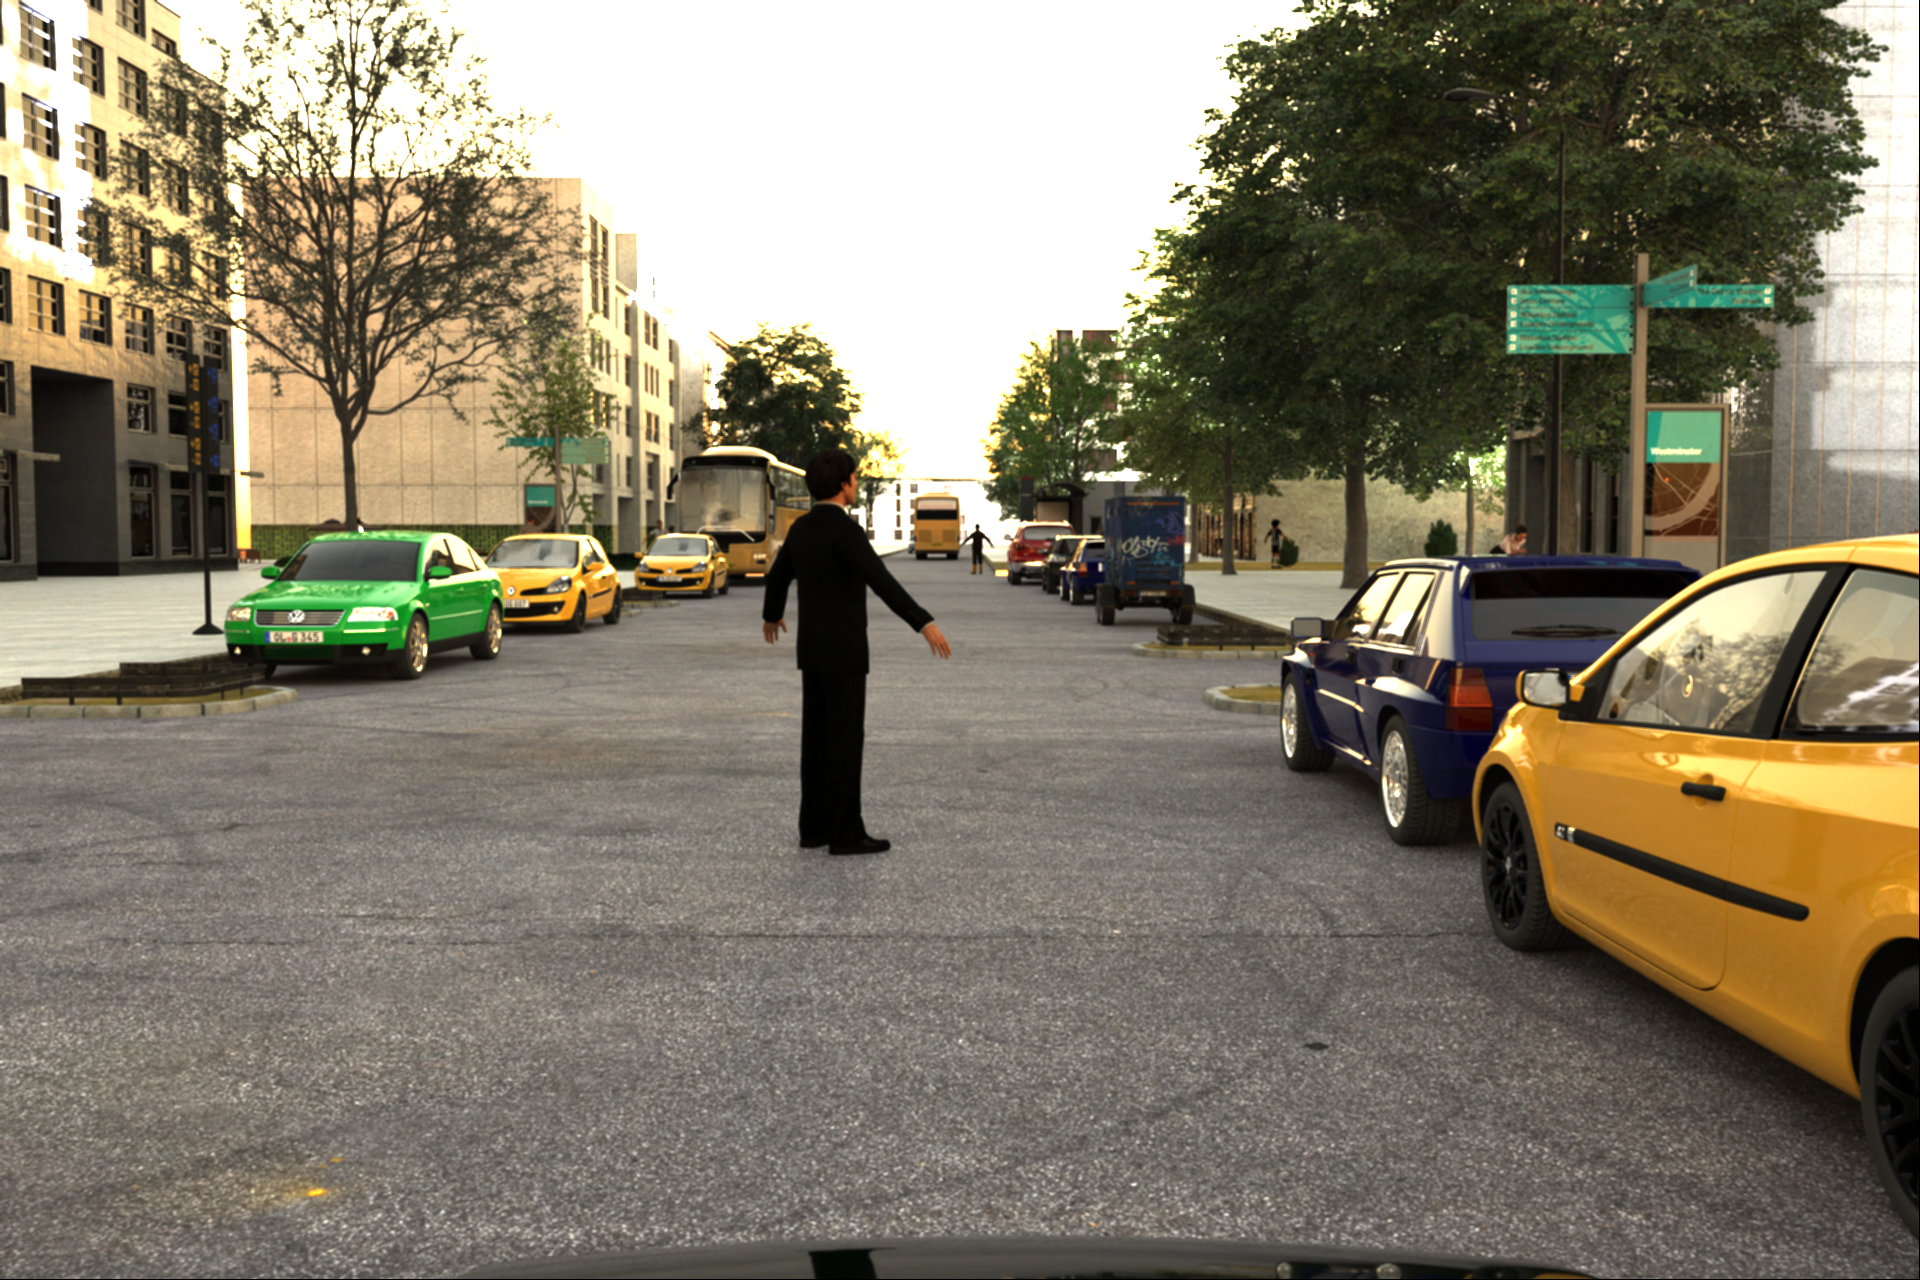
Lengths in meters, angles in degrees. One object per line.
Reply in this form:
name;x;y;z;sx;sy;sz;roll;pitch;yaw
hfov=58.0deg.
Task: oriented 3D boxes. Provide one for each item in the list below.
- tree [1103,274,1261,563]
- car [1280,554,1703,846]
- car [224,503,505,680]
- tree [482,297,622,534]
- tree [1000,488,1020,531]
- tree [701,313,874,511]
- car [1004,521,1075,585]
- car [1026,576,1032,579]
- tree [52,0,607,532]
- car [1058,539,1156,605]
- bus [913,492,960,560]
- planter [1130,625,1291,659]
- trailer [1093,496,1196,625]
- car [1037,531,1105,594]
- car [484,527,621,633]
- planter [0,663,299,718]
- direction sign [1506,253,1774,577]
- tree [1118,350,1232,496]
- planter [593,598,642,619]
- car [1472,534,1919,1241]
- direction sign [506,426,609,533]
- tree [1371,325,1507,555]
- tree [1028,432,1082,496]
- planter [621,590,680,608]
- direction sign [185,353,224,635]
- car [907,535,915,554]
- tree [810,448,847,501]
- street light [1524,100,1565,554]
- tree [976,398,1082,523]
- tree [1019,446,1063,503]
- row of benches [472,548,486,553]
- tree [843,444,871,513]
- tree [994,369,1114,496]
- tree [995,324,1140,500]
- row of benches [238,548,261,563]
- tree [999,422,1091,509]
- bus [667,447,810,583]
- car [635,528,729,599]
tree;10.185;-9.647;75.850;7.486;12.596;7.792;0;3;0
car;2.848;0.200;9.307;1.945;1.354;3.894;0;4;0
car;-6.195;-0.589;18.429;1.959;1.807;4.718;0;4;0
tree;-12.280;-6.294;53.267;4.737;8.622;4.395;0;3;0
tree;5.608;-13.247;166.945;4.737;8.622;4.395;0;3;0
tree;-9.845;-11.767;99.052;9.857;13.997;8.962;0;3;0
car;2.429;-2.541;50.220;2.281;1.827;5.304;0;3;0
car;2.940;-2.849;56.810;2.015;1.641;3.980;0;4;0
tree;-12.276;-7.601;34.648;12.009;13.543;11.850;0;3;0
car;3.060;-1.448;36.255;1.945;1.354;3.894;0;4;-1
bus;-1.346;-6.658;100.412;2.896;3.916;12.252;0;4;-1
planter;3.074;0.019;20.823;1.991;0.319;1.994;0;4;0
trailer;2.905;-1.295;28.217;1.471;1.999;3.904;0;4;-1
car;2.935;-2.022;42.848;2.009;1.686;4.222;0;4;0
car;-6.301;-0.978;26.222;2.015;1.641;3.980;0;4;0
planter;-6.705;0.408;14.472;1.991;0.319;1.994;0;4;1
direction sign;6.484;-1.669;16.053;2.525;3.948;1.411;0;4;1
tree;7.836;-6.887;62.961;4.737;8.622;4.395;0;3;0
planter;-6.644;-0.556;30.236;1.991;0.319;1.994;0;4;1
car;2.739;0.331;4.817;2.015;1.641;3.980;0;4;-1
direction sign;-9.907;-3.336;43.312;2.525;3.948;1.411;0;4;0
tree;20.538;-9.338;70.811;7.486;12.596;7.792;0;3;0
tree;5.707;-10.238;117.757;4.360;8.622;3.978;0;3;0
planter;-6.645;-0.812;34.410;1.991;0.319;1.994;0;3;0
direction sign;-9.639;-1.842;22.115;0.379;3.537;0.876;0;3;0
car;-2.931;-7.163;129.111;2.014;1.417;4.499;0;4;0
tree;-10.040;-10.119;115.812;4.360;8.622;3.978;0;3;0
street light;6.828;-2.794;18.221;1.470;5.913;1.316;0;4;0
tree;6.090;-14.981;151.596;9.857;13.997;8.962;0;3;0
tree;6.187;-11.732;142.174;4.360;8.622;3.978;0;3;0
row of benches;-21.889;-3.792;77.458;4.104;0.672;1.422;0;4;-1
tree;-8.983;-10.896;128.517;4.737;8.622;4.395;0;3;0
tree;5.786;-10.944;104.684;9.928;11.665;9.643;0;3;0
tree;5.638;-9.793;85.869;9.928;11.665;9.643;0;3;0
row of benches;-32.395;-3.830;78.082;1.422;0.672;4.104;-3;4;-37
tree;6.731;-12.131;132.760;8.767;10.594;7.601;3;5;45
bus;-6.348;-3.719;52.346;2.896;3.916;12.252;0;4;0
car;-6.350;-1.804;39.714;2.015;1.641;3.980;0;4;0
